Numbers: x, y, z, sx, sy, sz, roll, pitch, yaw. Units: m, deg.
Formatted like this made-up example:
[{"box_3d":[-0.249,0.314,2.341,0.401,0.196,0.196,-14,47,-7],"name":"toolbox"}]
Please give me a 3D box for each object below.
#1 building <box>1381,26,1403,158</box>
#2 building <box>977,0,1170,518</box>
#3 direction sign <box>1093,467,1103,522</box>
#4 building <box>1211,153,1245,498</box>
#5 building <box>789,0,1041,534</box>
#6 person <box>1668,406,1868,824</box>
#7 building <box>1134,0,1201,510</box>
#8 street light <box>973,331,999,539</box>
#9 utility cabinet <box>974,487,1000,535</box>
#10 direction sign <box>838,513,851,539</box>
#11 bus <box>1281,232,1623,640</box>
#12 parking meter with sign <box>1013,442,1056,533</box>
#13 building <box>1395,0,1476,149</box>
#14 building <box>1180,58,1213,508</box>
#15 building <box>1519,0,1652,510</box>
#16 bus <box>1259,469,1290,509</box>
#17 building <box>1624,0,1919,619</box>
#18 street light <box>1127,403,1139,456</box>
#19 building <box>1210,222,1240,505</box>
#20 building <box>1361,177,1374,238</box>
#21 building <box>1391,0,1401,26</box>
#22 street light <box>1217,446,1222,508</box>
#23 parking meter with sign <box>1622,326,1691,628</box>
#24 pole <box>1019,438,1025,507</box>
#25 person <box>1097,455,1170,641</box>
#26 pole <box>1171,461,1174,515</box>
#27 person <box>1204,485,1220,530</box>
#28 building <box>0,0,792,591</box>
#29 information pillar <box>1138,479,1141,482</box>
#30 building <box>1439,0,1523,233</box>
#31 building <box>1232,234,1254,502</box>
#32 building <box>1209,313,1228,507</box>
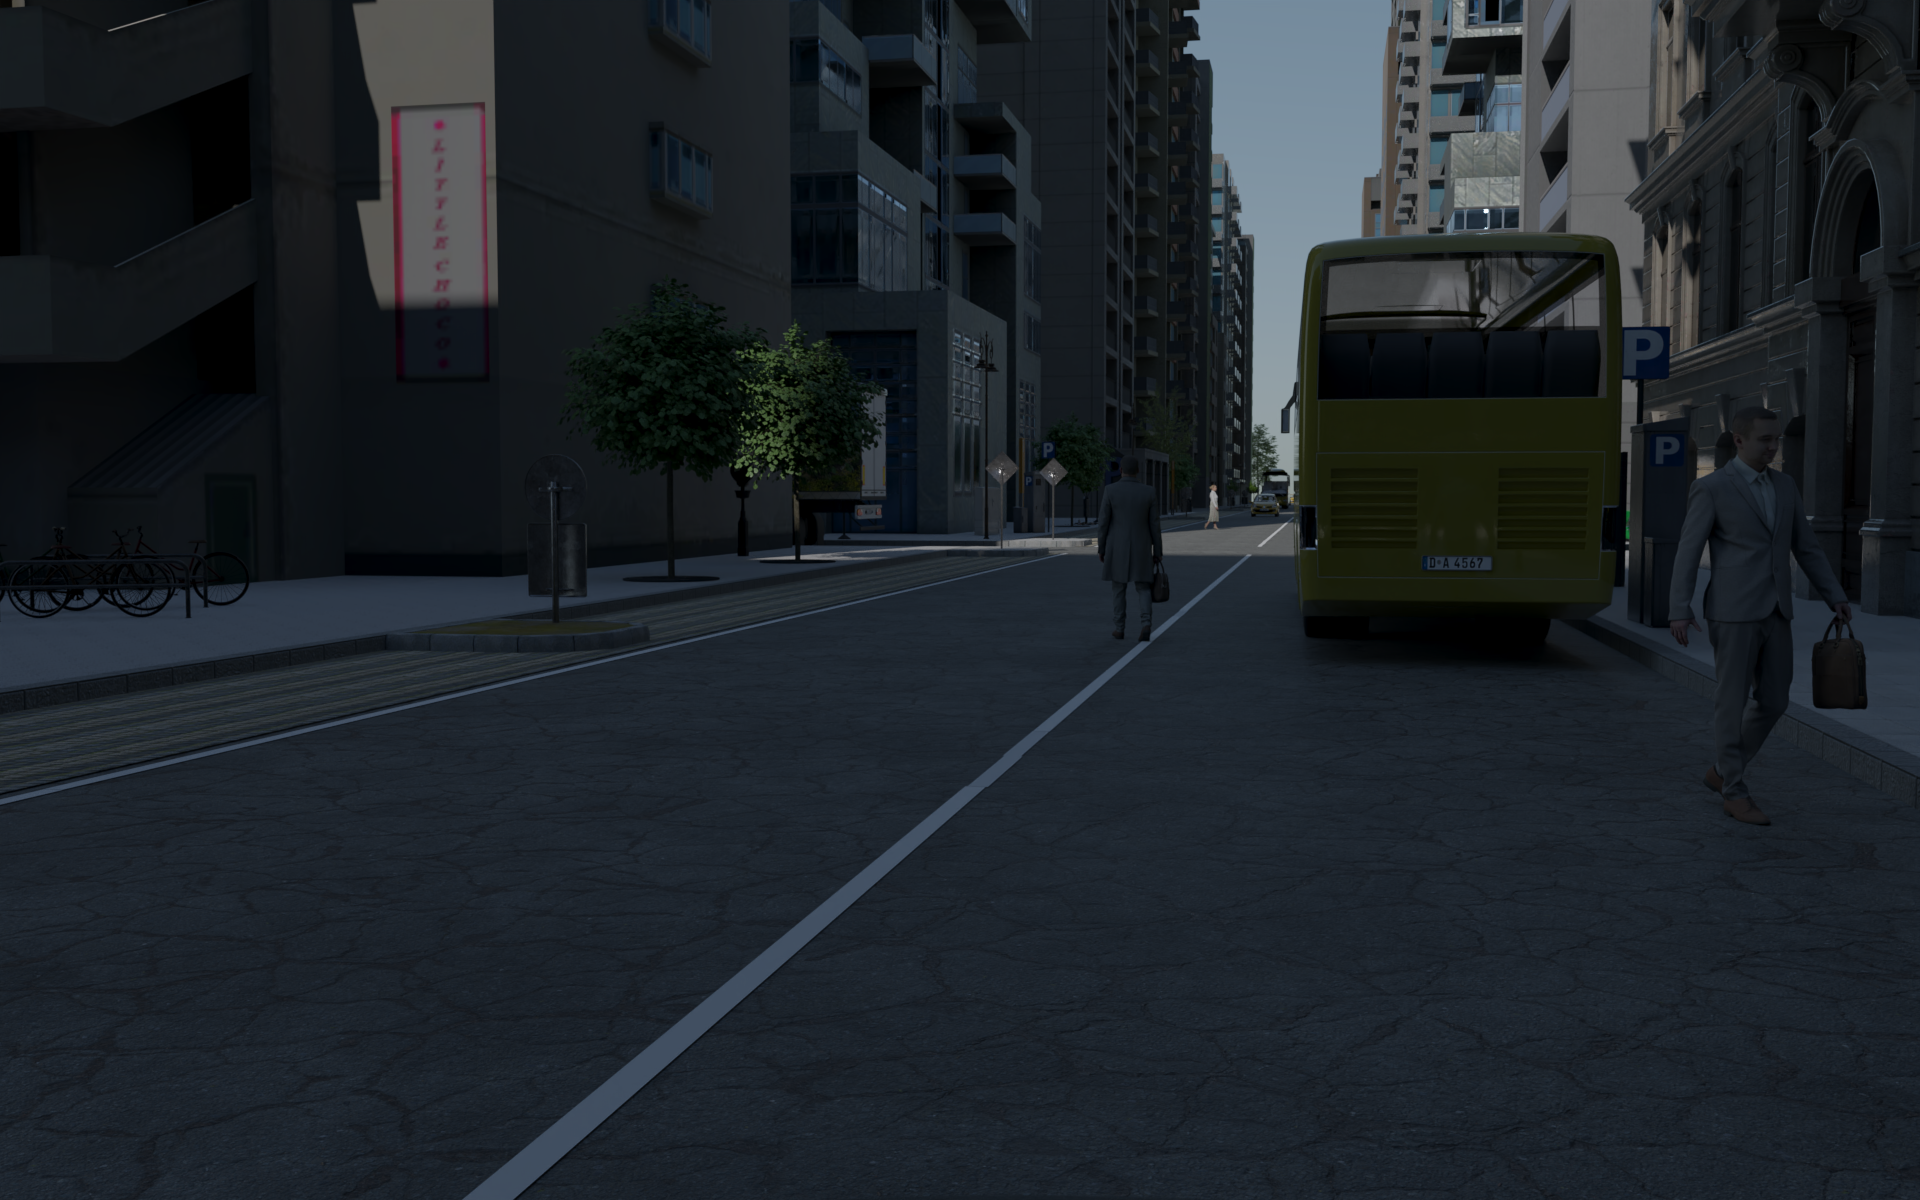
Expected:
[{"box_3d":[46.769,-31.353,162.726,14.600,45.320,14.200,1,4,12],"name":"building"},{"box_3d":[1.981,-40.633,102.604,20.563,71.187,20.611,1,4,12],"name":"building"},{"box_3d":[6.205,-5.276,78.257,0.379,3.537,0.876,2,4,35],"name":"direction sign"},{"box_3d":[28.245,-38.286,245.581,23.786,49.044,30.456,1,4,12],"name":"building"},{"box_3d":[-8.157,-46.306,69.776,22.319,86.520,31.000,1,4,12],"name":"building"},{"box_3d":[3.489,0.063,7.592,0.709,1.813,0.853,-1,4,-16],"name":"person"},{"box_3d":[7.563,-29.646,139.342,22.147,44.769,28.867,1,4,12],"name":"building"},{"box_3d":[0.754,-4.674,49.215,0.468,5.910,1.993,1,4,12],"name":"street light"},{"box_3d":[0.858,-2.767,53.915,0.318,1.500,1.173,2,4,28],"name":"utility cabinet"},{"box_3d":[-3.287,-3.490,49.053,0.876,3.537,0.379,-1,4,-20],"name":"direction sign"},{"box_3d":[5.144,-1.737,19.940,2.896,3.916,12.252,1,4,11],"name":"bus"},{"box_3d":[2.444,-3.732,57.277,0.543,3.016,1.738,3,5,40],"name":"parking meter with sign"},{"box_3d":[46.710,-31.800,139.541,23.786,49.044,30.456,1,4,12],"name":"building"},{"box_3d":[15.658,-29.117,159.665,14.154,41.232,14.086,1,4,12],"name":"building"},{"box_3d":[32.462,-31.125,50.893,28.212,58.520,21.231,1,4,12],"name":"building"},{"box_3d":[31.165,-10.961,170.758,2.896,3.916,12.252,1,4,12],"name":"bus"},{"box_3d":[15.671,-12.160,17.906,14.460,24.649,34.723,1,4,12],"name":"building"},{"box_3d":[8.780,-7.045,87.978,0.468,5.910,1.993,1,4,12],"name":"street light"},{"box_3d":[19.210,-32.294,219.892,32.217,40.220,23.993,1,4,12],"name":"building"},{"box_3d":[61.899,-35.886,236.845,14.600,45.320,14.200,1,4,12],"name":"building"},{"box_3d":[52.831,-45.286,178.672,20.563,71.187,20.611,1,4,12],"name":"building"},{"box_3d":[24.226,-11.585,162.201,0.468,5.910,1.993,1,4,12],"name":"street light"},{"box_3d":[6.959,-1.287,17.307,0.543,3.016,1.738,1,4,10],"name":"parking meter with sign"},{"box_3d":[2.252,-4.242,63.207,0.158,3.312,0.155,0,3,0],"name":"pole"},{"box_3d":[1.688,-0.512,16.968,0.694,1.812,0.767,0,4,-1],"name":"person"},{"box_3d":[12.929,-6.816,105.287,0.158,3.312,0.155,0,3,0],"name":"pole"},{"box_3d":[10.112,-3.717,69.505,0.641,1.798,0.478,2,4,26],"name":"person"},{"box_3d":[-16.450,-24.949,31.614,21.600,48.544,21.300,1,4,12],"name":"building"},{"box_3d":[8.857,-5.017,86.515,0.304,2.012,0.304,0,4,1],"name":"information pillar"},{"box_3d":[34.472,-47.530,89.791,22.319,86.520,31.000,1,4,12],"name":"building"},{"box_3d":[37.736,-35.655,266.554,14.154,41.232,14.086,1,4,12],"name":"building"},{"box_3d":[13.538,-20.659,182.806,27.650,21.520,28.899,1,4,12],"name":"building"}]
